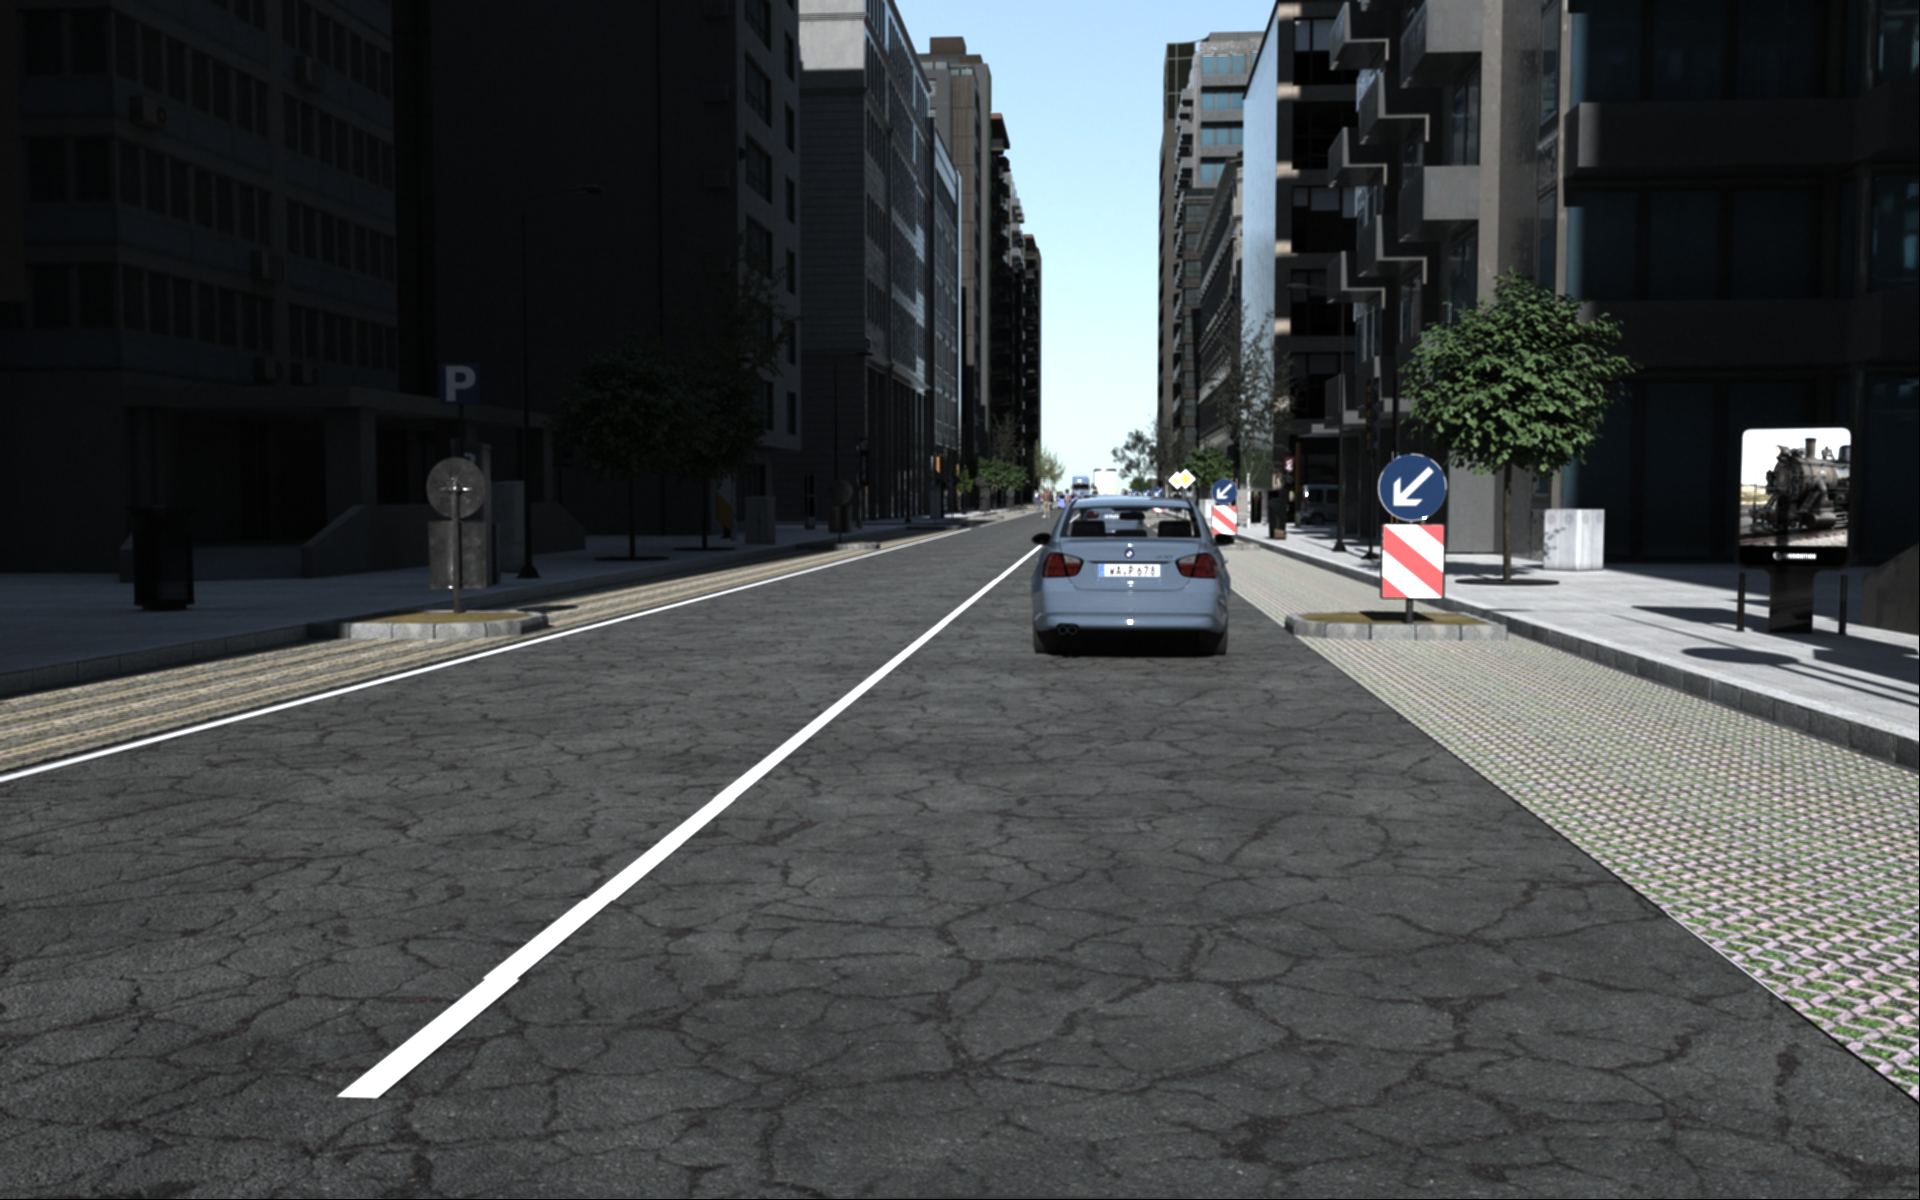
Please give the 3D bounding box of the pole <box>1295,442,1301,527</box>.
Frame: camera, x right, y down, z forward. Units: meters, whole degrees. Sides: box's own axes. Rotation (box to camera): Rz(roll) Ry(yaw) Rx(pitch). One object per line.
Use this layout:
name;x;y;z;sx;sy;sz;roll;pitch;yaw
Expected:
pole;13.349;-4.559;68.381;0.158;3.312;0.155;0;3;0

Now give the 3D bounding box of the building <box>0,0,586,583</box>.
building;-25.293;-20.881;33.284;32.217;40.220;23.993;0;4;5

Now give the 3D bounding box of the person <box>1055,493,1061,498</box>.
person;11.938;-12.055;206.324;1.217;1.736;0.721;1;4;13

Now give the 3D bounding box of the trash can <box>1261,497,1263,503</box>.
trash can;13.474;-4.130;79.174;0.748;1.137;0.748;0;3;0

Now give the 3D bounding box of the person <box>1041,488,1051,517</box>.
person;5.366;-6.028;107.031;0.573;1.828;0.580;3;5;40

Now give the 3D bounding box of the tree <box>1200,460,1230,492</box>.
tree;14.376;-6.331;98.116;1.663;3.219;1.824;0;3;0

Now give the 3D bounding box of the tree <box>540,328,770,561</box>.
tree;-6.509;-3.068;33.873;4.285;4.588;4.351;0;3;0

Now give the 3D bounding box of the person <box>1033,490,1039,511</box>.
person;6.578;-8.623;149.513;0.581;1.822;0.654;1;4;15

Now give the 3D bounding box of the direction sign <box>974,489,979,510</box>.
direction sign;1.365;-9.231;142.915;0.876;3.537;0.379;-1;4;-12

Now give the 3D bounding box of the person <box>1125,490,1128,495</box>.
person;15.492;-9.337;161.185;0.705;1.821;1.348;-1;4;-15

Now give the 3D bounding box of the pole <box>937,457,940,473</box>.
pole;-1.190;-6.154;94.456;0.158;3.312;0.155;0;3;0

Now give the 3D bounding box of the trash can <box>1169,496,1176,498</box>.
trash can;16.024;-7.251;130.201;0.748;1.137;0.748;0;3;0

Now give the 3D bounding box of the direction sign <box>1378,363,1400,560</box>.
direction sign;7.630;-2.348;30.385;0.379;3.537;0.876;1;4;9

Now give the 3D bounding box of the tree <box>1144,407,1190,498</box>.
tree;17.454;-11.925;145.340;4.360;8.622;3.978;0;3;0

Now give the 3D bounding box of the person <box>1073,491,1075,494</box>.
person;13.935;-12.343;210.864;0.434;1.755;0.990;2;4;30

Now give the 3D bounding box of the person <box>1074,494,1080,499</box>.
person;11.783;-9.923;173.976;0.697;1.427;0.421;-1;4;-22

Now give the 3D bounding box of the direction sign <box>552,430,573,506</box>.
direction sign;-11.534;-3.543;49.932;0.379;3.537;0.876;3;5;43

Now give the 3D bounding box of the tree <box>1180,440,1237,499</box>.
tree;15.008;-7.403;104.758;4.285;4.588;4.351;0;3;0

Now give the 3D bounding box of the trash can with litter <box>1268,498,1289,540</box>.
trash can with litter;9.069;-2.300;48.990;0.624;1.170;1.055;0;4;0

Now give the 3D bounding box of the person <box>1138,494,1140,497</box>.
person;16.559;-9.105;160.620;0.557;1.426;1.065;3;5;43

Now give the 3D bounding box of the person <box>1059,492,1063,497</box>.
person;11.829;-11.917;204.127;0.721;1.735;1.217;-1;4;-20

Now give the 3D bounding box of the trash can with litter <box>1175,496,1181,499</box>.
trash can with litter;15.697;-6.999;125.814;0.624;1.170;1.055;-1;4;-16

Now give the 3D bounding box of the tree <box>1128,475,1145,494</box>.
tree;30.284;-18.949;293.524;4.285;4.588;4.351;0;3;0

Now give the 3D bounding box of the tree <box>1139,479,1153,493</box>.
tree;23.691;-13.728;219.046;1.663;3.219;1.824;0;3;0

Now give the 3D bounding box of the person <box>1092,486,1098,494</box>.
person;8.349;-5.989;105.783;0.474;1.900;0.648;-3;4;-36

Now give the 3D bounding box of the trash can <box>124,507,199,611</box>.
trash can;-8.816;-0.459;19.163;0.748;1.137;0.748;0;3;0

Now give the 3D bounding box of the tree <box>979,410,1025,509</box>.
tree;3.679;-12.276;151.073;4.360;8.622;3.978;0;3;0

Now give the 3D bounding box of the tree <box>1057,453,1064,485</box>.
tree;11.671;-18.053;245.528;4.737;8.622;4.395;0;3;0

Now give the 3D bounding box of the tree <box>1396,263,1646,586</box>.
tree;7.975;-2.516;24.843;4.285;4.588;4.351;0;3;0

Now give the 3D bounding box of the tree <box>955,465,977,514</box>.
tree;0.376;-7.337;114.555;1.663;3.219;1.824;0;3;0

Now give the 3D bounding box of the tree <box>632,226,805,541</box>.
tree;-6.415;-5.919;47.132;4.737;8.622;4.395;0;3;0

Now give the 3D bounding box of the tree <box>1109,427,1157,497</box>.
tree;25.054;-18.609;238.670;8.767;10.594;7.601;-3;5;-40

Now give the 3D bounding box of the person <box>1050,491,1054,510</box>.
person;8.484;-9.201;159.644;0.721;1.735;1.217;0;4;-6

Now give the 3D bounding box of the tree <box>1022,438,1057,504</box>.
tree;9.618;-16.968;227.792;4.737;8.622;4.395;0;3;0

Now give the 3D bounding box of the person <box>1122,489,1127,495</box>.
person;13.112;-7.969;138.573;0.755;1.850;0.659;-1;4;-11

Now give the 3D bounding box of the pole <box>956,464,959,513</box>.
pole;-0.172;-7.534;117.027;0.158;3.312;0.155;0;3;0

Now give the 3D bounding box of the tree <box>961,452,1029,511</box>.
tree;3.015;-9.951;146.419;4.285;4.588;4.351;0;3;0

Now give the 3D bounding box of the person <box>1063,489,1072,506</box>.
person;6.290;-5.583;100.612;0.563;1.720;0.643;-2;4;-35

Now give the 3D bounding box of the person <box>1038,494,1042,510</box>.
person;7.048;-8.722;154.323;0.991;1.433;0.599;1;4;23

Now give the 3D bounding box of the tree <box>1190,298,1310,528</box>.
tree;10.881;-6.995;64.729;4.360;8.622;3.978;0;3;0

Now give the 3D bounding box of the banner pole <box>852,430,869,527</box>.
banner pole;-3.857;-4.743;67.558;0.863;3.779;0.401;3;5;40

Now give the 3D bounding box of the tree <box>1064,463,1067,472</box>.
tree;15.595;-20.764;289.849;4.737;8.622;4.395;0;3;0

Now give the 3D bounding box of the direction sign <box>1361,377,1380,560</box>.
direction sign;8.076;-2.567;33.960;0.379;3.537;0.876;0;4;-1
